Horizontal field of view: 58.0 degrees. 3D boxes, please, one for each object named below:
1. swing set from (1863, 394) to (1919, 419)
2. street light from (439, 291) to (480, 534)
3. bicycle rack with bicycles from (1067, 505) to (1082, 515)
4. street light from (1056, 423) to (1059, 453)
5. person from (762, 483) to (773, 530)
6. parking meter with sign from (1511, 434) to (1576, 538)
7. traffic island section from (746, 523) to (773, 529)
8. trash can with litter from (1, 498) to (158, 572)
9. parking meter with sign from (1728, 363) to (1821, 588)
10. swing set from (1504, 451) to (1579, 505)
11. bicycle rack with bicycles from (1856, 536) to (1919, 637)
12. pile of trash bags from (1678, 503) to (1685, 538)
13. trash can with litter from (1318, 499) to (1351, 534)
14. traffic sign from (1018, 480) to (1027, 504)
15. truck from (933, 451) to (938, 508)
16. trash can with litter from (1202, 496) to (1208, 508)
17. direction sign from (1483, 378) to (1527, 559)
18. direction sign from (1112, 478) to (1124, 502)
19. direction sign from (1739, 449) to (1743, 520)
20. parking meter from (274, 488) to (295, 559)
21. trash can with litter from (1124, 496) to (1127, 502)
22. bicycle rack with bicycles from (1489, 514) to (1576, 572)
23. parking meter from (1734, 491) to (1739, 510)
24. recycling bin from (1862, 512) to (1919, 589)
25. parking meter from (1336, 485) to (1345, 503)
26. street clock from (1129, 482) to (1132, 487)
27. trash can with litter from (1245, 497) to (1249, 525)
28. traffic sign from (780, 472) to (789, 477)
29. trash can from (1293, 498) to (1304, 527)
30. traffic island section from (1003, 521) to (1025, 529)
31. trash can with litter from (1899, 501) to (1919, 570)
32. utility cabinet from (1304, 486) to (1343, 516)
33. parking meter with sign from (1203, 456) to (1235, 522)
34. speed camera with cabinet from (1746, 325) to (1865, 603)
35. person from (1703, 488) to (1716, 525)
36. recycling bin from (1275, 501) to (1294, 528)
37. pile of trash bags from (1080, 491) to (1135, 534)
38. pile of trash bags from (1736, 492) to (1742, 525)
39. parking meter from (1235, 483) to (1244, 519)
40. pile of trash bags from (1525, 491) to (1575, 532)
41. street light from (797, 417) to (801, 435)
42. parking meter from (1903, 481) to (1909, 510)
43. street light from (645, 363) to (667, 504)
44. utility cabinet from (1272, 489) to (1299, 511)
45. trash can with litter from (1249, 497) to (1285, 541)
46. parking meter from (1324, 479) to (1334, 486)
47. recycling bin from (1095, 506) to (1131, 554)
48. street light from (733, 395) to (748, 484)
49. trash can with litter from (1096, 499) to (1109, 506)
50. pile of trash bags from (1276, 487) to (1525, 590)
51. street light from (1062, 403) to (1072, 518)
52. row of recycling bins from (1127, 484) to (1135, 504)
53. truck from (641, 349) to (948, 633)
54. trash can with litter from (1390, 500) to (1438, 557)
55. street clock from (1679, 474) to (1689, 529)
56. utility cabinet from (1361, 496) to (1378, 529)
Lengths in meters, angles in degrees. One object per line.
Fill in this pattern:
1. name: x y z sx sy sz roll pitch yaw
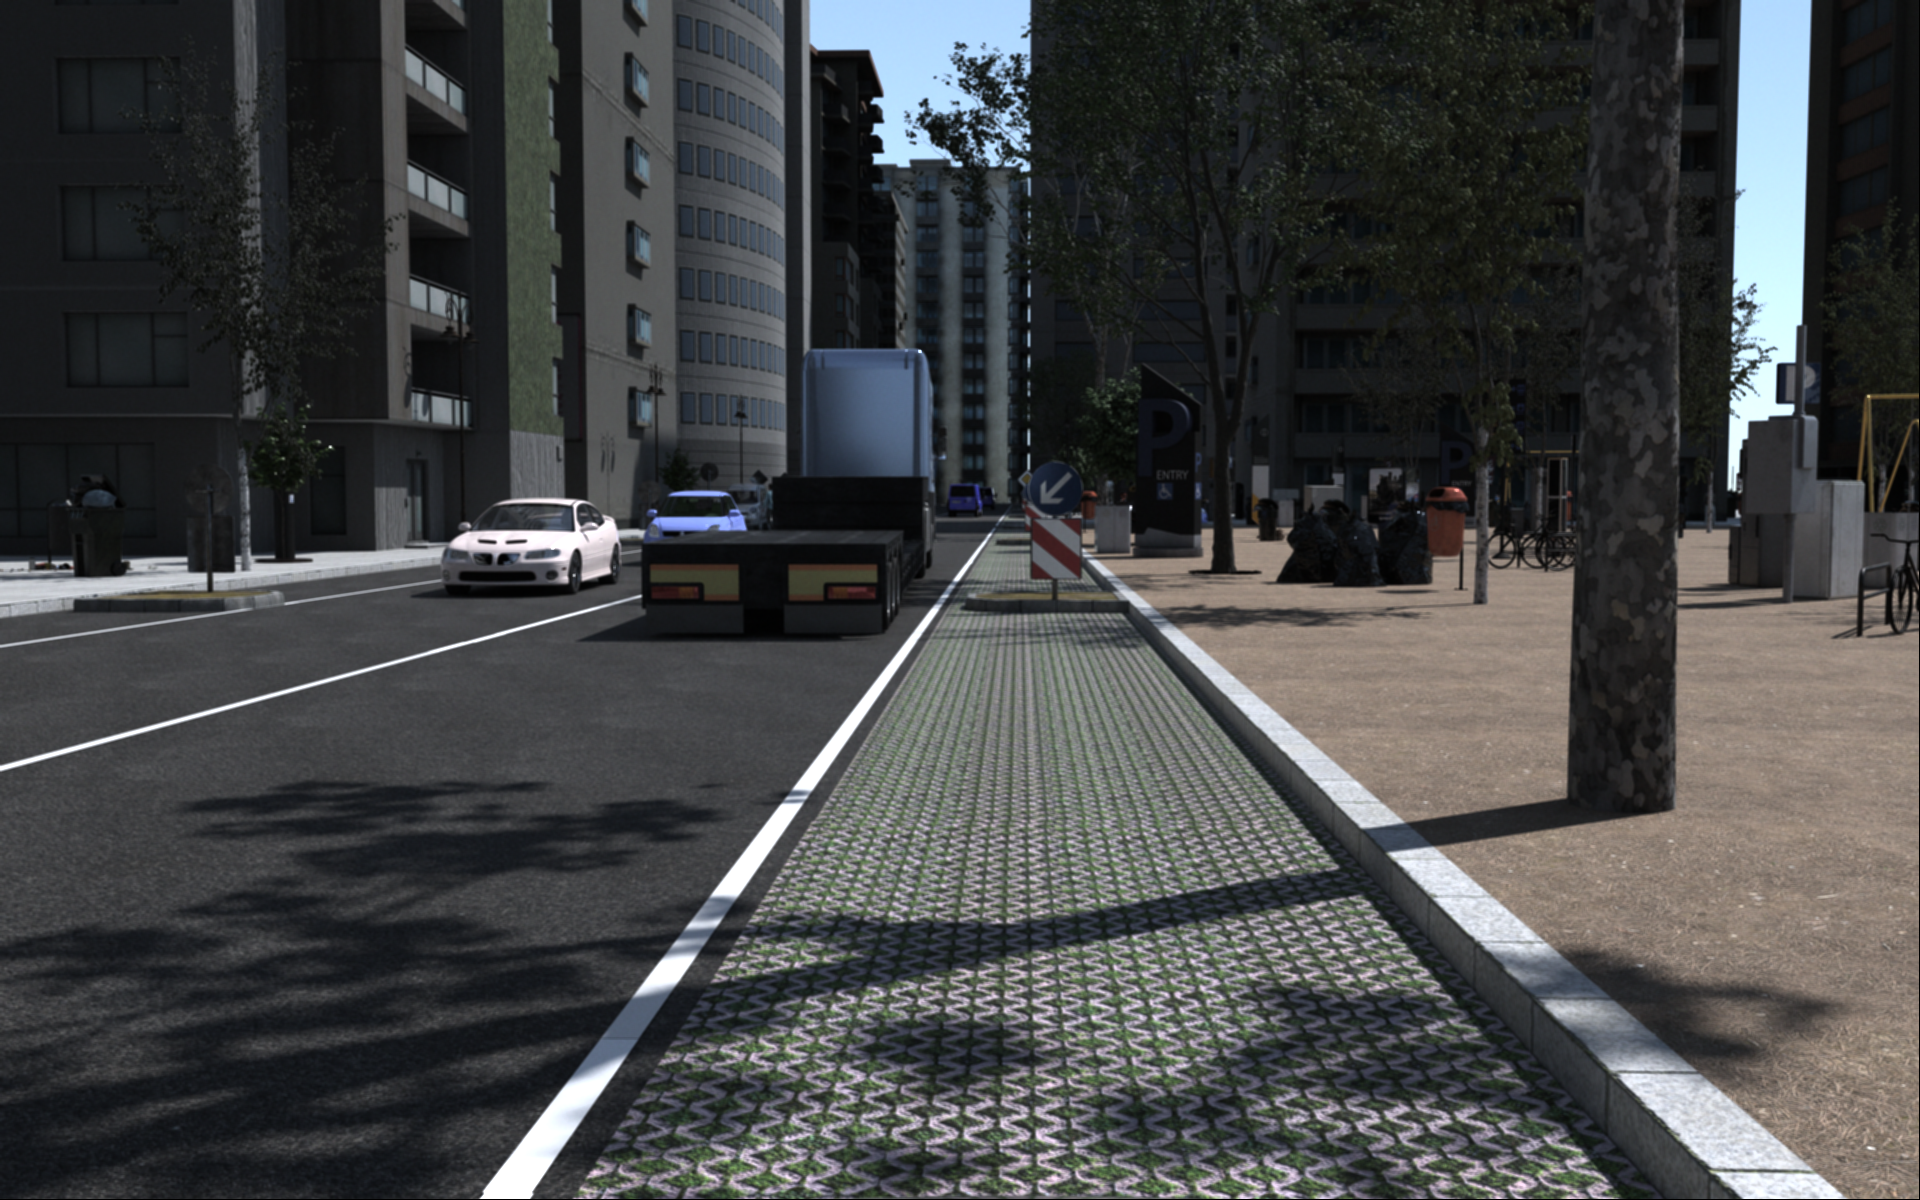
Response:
1. swing set: 15.752 -1.789 26.875 3.119 2.851 2.862 1 4 21
2. street light: -11.395 -4.087 39.610 0.468 5.910 1.993 0 4 2
3. bicycle rack with bicycles: 7.098 -5.754 107.455 2.852 0.926 2.925 -2 4 -27
4. street light: 6.166 -8.396 110.055 0.468 5.910 1.993 0 4 2
5. person: -6.915 -3.375 63.707 0.660 1.820 0.620 -3 5 -44
6. parking meter with sign: 17.056 -3.329 50.684 1.738 3.016 0.543 1 4 16
7. traffic island section: -8.349 -3.020 71.663 2.009 0.180 2.903 0 4 2
8. trash can with litter: -14.823 -1.116 29.305 2.233 1.210 1.678 0 4 -1
9. parking meter with sign: 11.141 -1.689 23.881 0.543 3.016 1.738 0 4 1
10. swing set: 21.287 -4.002 63.046 3.119 2.851 2.862 1 4 13
11. bicycle rack with bicycles: 9.525 -0.149 15.818 2.852 0.926 2.925 3 4 36
12. pile of trash bags: 20.119 -2.493 50.507 1.912 1.369 3.447 1 4 19
13. trash can with litter: 8.202 -1.595 37.458 0.624 1.170 1.055 3 4 38
14. traffic sign: 3.037 -4.620 79.179 0.795 2.450 0.064 0 4 2
15. truck: -3.018 -7.508 111.666 2.839 4.237 11.283 0 4 3
16. trash can with litter: 14.342 -5.668 104.059 1.055 1.170 0.624 -2 4 -25
17. direction sign: 10.748 -2.585 34.262 0.876 3.537 0.379 3 5 41
18. direction sign: 10.072 -7.264 110.764 0.876 3.537 0.379 3 4 36
19. direction sign: 39.544 -5.827 87.271 0.876 3.537 0.379 -2 4 -30
20. parking meter: -13.469 -1.597 34.519 0.372 1.533 0.369 0 3 0
21. trash can with litter: 10.329 -5.638 103.570 1.055 1.170 0.624 -3 4 -37
22. bicycle rack with bicycles: 10.453 -0.987 29.515 2.925 0.926 2.852 0 4 5
23. parking meter: 62.923 -8.076 140.446 0.372 1.533 0.369 0 3 0
24. recycling bin: 12.615 -0.685 23.751 0.722 1.027 0.722 -3 4 -37
25. parking meter: 10.325 -2.385 47.404 0.372 1.533 0.369 0 3 0
26. street clock: 9.817 -5.729 98.240 0.471 2.002 0.358 -1 4 -8
27. trash can with litter: 12.213 -3.664 71.289 0.624 1.170 1.055 -2 4 -31
28. traffic sign: -8.050 -4.645 79.581 0.795 2.450 0.064 0 4 2
29. trash can: 11.118 -2.719 56.108 0.748 1.137 0.748 0 3 0
30. traffic island section: 3.061 -3.485 79.256 2.009 0.180 2.903 0 4 2
31. trash can with litter: 16.387 -1.094 29.270 1.055 1.170 0.624 -1 4 -9
32. utility cabinet: 9.620 -2.270 45.800 1.173 1.500 0.318 -2 4 -34
33. parking meter with sign: 11.947 -5.163 80.680 0.543 3.016 1.738 -2 4 -27
34. speed camera with cabinet: 10.252 -1.629 20.965 2.038 3.252 0.660 -3 5 -41
35. person: 32.347 -4.015 74.698 0.519 1.759 0.362 1 4 10
36. recycling bin: 12.521 -3.314 66.746 0.722 1.027 0.722 0 4 -5
37. pile of trash bags: 5.430 -2.873 56.729 3.447 1.369 1.912 2 4 33
38. pile of trash bags: 31.411 -3.462 66.349 1.912 1.369 3.447 -3 4 -37
39. parking meter: 14.238 -5.045 88.197 0.399 1.863 0.255 -3 4 -37
40. pile of trash bags: 18.736 -2.818 55.820 1.912 1.369 3.447 -1 4 -13
41. street light: -9.279 -7.878 101.586 0.468 5.910 1.993 0 4 2
42. parking meter: 43.857 -4.558 80.232 0.255 1.863 0.399 2 4 28
43. street light: -10.694 -5.400 61.079 0.468 5.910 1.993 0 4 2
44. utility cabinet: 14.714 -4.260 78.335 1.173 1.500 0.318 0 4 -4
45. trash can with litter: 8.474 -2.204 47.423 0.624 1.170 1.055 2 4 32
46. parking meter: 13.769 -3.612 64.761 0.399 1.863 0.255 0 4 7
47. recycling bin: 3.319 -1.538 37.692 0.722 1.027 0.722 0 4 -1
48. street light: -10.077 -6.546 79.821 0.468 5.910 1.993 0 4 2
49. trash can with litter: 5.605 -3.514 68.845 0.624 1.170 1.055 0 4 3
50. pile of trash bags: 5.986 -0.895 24.387 1.912 1.369 3.447 -1 4 -21
51. street light: 5.392 -7.020 87.572 0.468 5.910 1.993 0 4 2
52. row of recycling bins: 6.946 -3.263 60.460 1.069 1.692 3.534 -2 4 -24
53. truck: -1.831 -2.239 26.370 2.967 4.110 18.799 0 4 1
54. trash can with litter: 9.413 -1.477 35.537 1.055 1.170 0.624 -1 4 -21
55. street clock: 26.581 -3.612 63.634 0.358 2.002 0.471 1 4 21
56. utility cabinet: 15.473 -3.266 64.563 1.020 1.237 0.306 1 4 14
